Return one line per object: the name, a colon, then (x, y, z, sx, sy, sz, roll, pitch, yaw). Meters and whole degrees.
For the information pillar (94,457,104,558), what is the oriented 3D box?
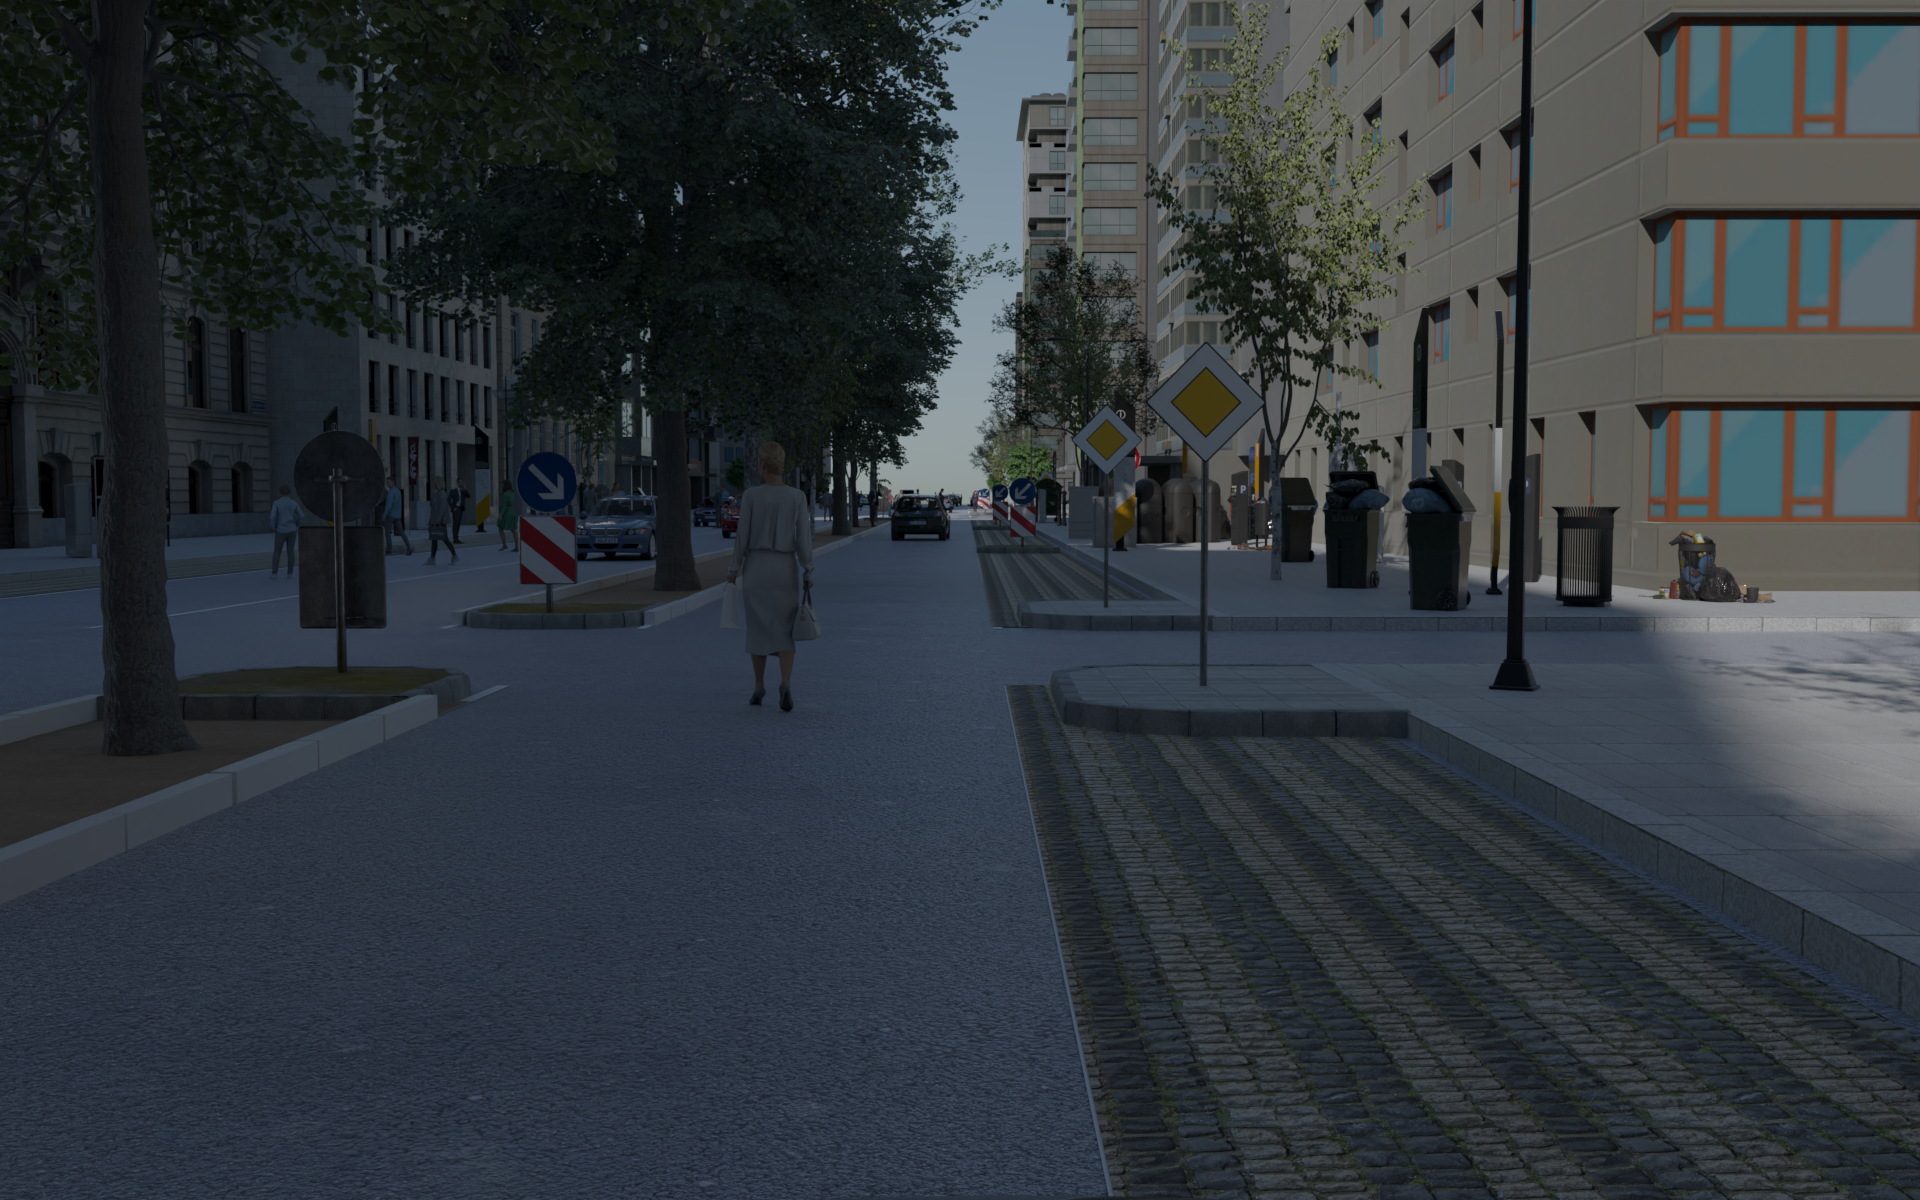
information pillar: (-17.128, -1.851, 34.760, 0.304, 2.012, 0.304, 0, 4, 5)

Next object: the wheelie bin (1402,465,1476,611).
wheelie bin: (5.304, -0.693, 19.237, 0.693, 1.594, 0.980, 2, 4, 30)

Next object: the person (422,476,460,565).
person: (-10.443, -1.601, 34.852, 0.728, 1.800, 0.709, -2, 4, -26)

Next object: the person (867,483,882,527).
person: (-3.690, -4.120, 75.223, 0.474, 1.900, 0.648, 2, 4, 28)

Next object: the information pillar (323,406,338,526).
information pillar: (-16.644, -3.337, 45.916, 0.183, 3.616, 0.504, 1, 4, 20)

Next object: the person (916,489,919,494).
person: (-2.333, -5.362, 96.988, 1.217, 1.723, 0.721, 1, 4, 15)

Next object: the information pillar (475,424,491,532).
information pillar: (-15.939, -4.064, 57.796, 0.504, 3.616, 0.183, 0, 4, 8)

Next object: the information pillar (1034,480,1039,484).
information pillar: (3.925, -5.097, 87.836, 0.304, 2.012, 0.304, 1, 4, 18)

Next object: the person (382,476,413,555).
person: (-13.165, -1.956, 40.344, 0.748, 1.841, 0.638, 1, 4, 20)

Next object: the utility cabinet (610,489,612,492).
utility cabinet: (-16.084, -4.361, 79.982, 0.318, 1.500, 1.173, -1, 4, -22)

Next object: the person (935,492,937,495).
person: (-3.471, -14.888, 252.652, 0.721, 1.736, 1.217, 0, 4, 4)

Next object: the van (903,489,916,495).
van: (-6.755, -13.473, 224.665, 2.240, 2.365, 5.245, 0, 4, 1)

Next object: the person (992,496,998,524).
person: (1.708, -4.431, 81.190, 0.600, 1.795, 0.529, 2, 4, 27)

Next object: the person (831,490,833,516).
person: (-8.163, -6.195, 110.619, 1.217, 1.723, 0.721, 3, 5, 42)

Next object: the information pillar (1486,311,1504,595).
information pillar: (6.820, -1.874, 21.992, 0.183, 3.616, 0.504, 1, 4, 13)

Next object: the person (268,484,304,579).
person: (-11.455, -1.169, 29.420, 0.589, 1.601, 0.330, -2, 4, -30)

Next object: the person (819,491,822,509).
person: (-13.451, -9.760, 168.527, 0.568, 1.767, 0.683, 0, 4, 2)

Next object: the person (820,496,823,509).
person: (-13.211, -9.500, 167.019, 0.628, 1.438, 0.799, 0, 4, 4)

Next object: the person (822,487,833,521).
person: (-6.958, -5.025, 90.928, 0.678, 1.792, 0.850, 1, 4, 11)

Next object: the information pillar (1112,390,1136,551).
information pillar: (3.680, -2.905, 38.856, 0.504, 3.616, 0.183, 0, 4, 3)

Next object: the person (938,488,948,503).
person: (-0.965, -5.515, 99.122, 0.568, 1.767, 0.683, 0, 4, 1)

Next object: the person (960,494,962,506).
person: (0.145, -12.443, 215.195, 0.557, 1.426, 1.065, 0, 4, 3)

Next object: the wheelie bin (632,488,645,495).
wheelie bin: (-16.237, -4.874, 87.597, 0.693, 1.594, 0.980, 0, 4, 1)

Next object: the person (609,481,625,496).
person: (-10.193, -2.611, 51.292, 0.616, 1.811, 0.778, -1, 4, -15)

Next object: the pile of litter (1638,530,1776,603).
pile of litter: (9.093, -0.435, 21.082, 1.176, 0.858, 1.719, -1, 4, -14)

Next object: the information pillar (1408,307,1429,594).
information pillar: (5.838, -1.875, 22.009, 0.183, 3.616, 0.504, 0, 4, 2)

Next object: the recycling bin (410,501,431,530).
recycling bin: (-19.136, -3.008, 61.734, 0.722, 1.027, 0.722, -3, 4, -38)

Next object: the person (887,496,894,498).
person: (-9.120, -13.039, 221.326, 1.348, 1.869, 0.705, -1, 4, -12)

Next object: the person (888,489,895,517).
person: (-4.299, -6.072, 108.489, 0.721, 1.743, 1.217, -1, 4, -17)

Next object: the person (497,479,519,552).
person: (-11.233, -2.098, 43.051, 0.529, 1.795, 0.600, 0, 4, 5)

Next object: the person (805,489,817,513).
person: (-11.706, -7.703, 134.472, 1.348, 1.821, 0.705, 2, 4, 27)

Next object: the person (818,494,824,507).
person: (-12.259, -8.771, 155.168, 1.065, 1.426, 0.557, -1, 4, -23)

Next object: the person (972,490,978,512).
person: (1.137, -7.312, 128.970, 0.541, 1.710, 0.530, -1, 4, -21)

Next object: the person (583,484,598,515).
person: (-14.259, -3.582, 67.166, 0.694, 1.812, 0.767, 1, 4, 9)

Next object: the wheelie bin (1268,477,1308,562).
wheelie bin: (6.259, -1.518, 32.735, 0.980, 1.594, 0.693, -1, 4, -18)

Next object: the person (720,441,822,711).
person: (-1.280, -0.163, 11.516, 0.694, 1.780, 0.624, 0, 4, 2)

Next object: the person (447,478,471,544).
person: (-14.399, -2.568, 49.841, 0.474, 1.900, 0.648, 1, 4, 20)

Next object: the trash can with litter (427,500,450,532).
trash can with litter: (-17.654, -2.888, 58.610, 0.624, 1.170, 1.055, 0, 4, -4)

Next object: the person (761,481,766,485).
person: (-6.168, -2.837, 54.791, 0.656, 1.842, 0.836, -1, 4, -10)

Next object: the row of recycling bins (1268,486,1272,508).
row of recycling bins: (12.150, -3.136, 58.386, 3.534, 1.692, 1.069, 1, 4, 19)

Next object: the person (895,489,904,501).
person: (-3.772, -6.351, 113.124, 1.217, 1.735, 0.721, -3, 5, -40)

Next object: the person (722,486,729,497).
person: (-12.556, -5.162, 92.761, 0.748, 1.841, 0.638, 3, 5, 44)

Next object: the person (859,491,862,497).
person: (-10.947, -11.207, 191.815, 1.350, 1.814, 0.705, 1, 4, 13)

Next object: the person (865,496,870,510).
person: (-7.551, -8.495, 148.076, 1.217, 1.739, 0.721, 1, 4, 17)

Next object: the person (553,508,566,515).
person: (-11.201, -2.453, 48.632, 0.654, 1.822, 0.581, 1, 4, 23)

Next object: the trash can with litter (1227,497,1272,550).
trash can with litter: (6.931, -1.779, 40.151, 1.678, 1.210, 2.233, -1, 4, -14)

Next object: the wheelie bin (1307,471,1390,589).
wheelie bin: (5.383, -0.965, 23.679, 0.980, 1.594, 0.693, 2, 4, 31)

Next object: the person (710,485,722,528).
person: (-10.159, -3.888, 72.252, 0.590, 1.801, 0.661, -1, 4, -16)

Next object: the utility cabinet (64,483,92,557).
utility cabinet: (-17.894, -1.616, 35.106, 0.318, 1.500, 1.173, -3, 4, -36)

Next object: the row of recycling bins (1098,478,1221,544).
row of recycling bins: (5.269, -2.334, 45.272, 3.534, 1.692, 1.069, -2, 4, -25)

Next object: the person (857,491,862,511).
person: (-8.785, -8.583, 149.758, 0.530, 1.710, 0.541, -1, 4, -17)
